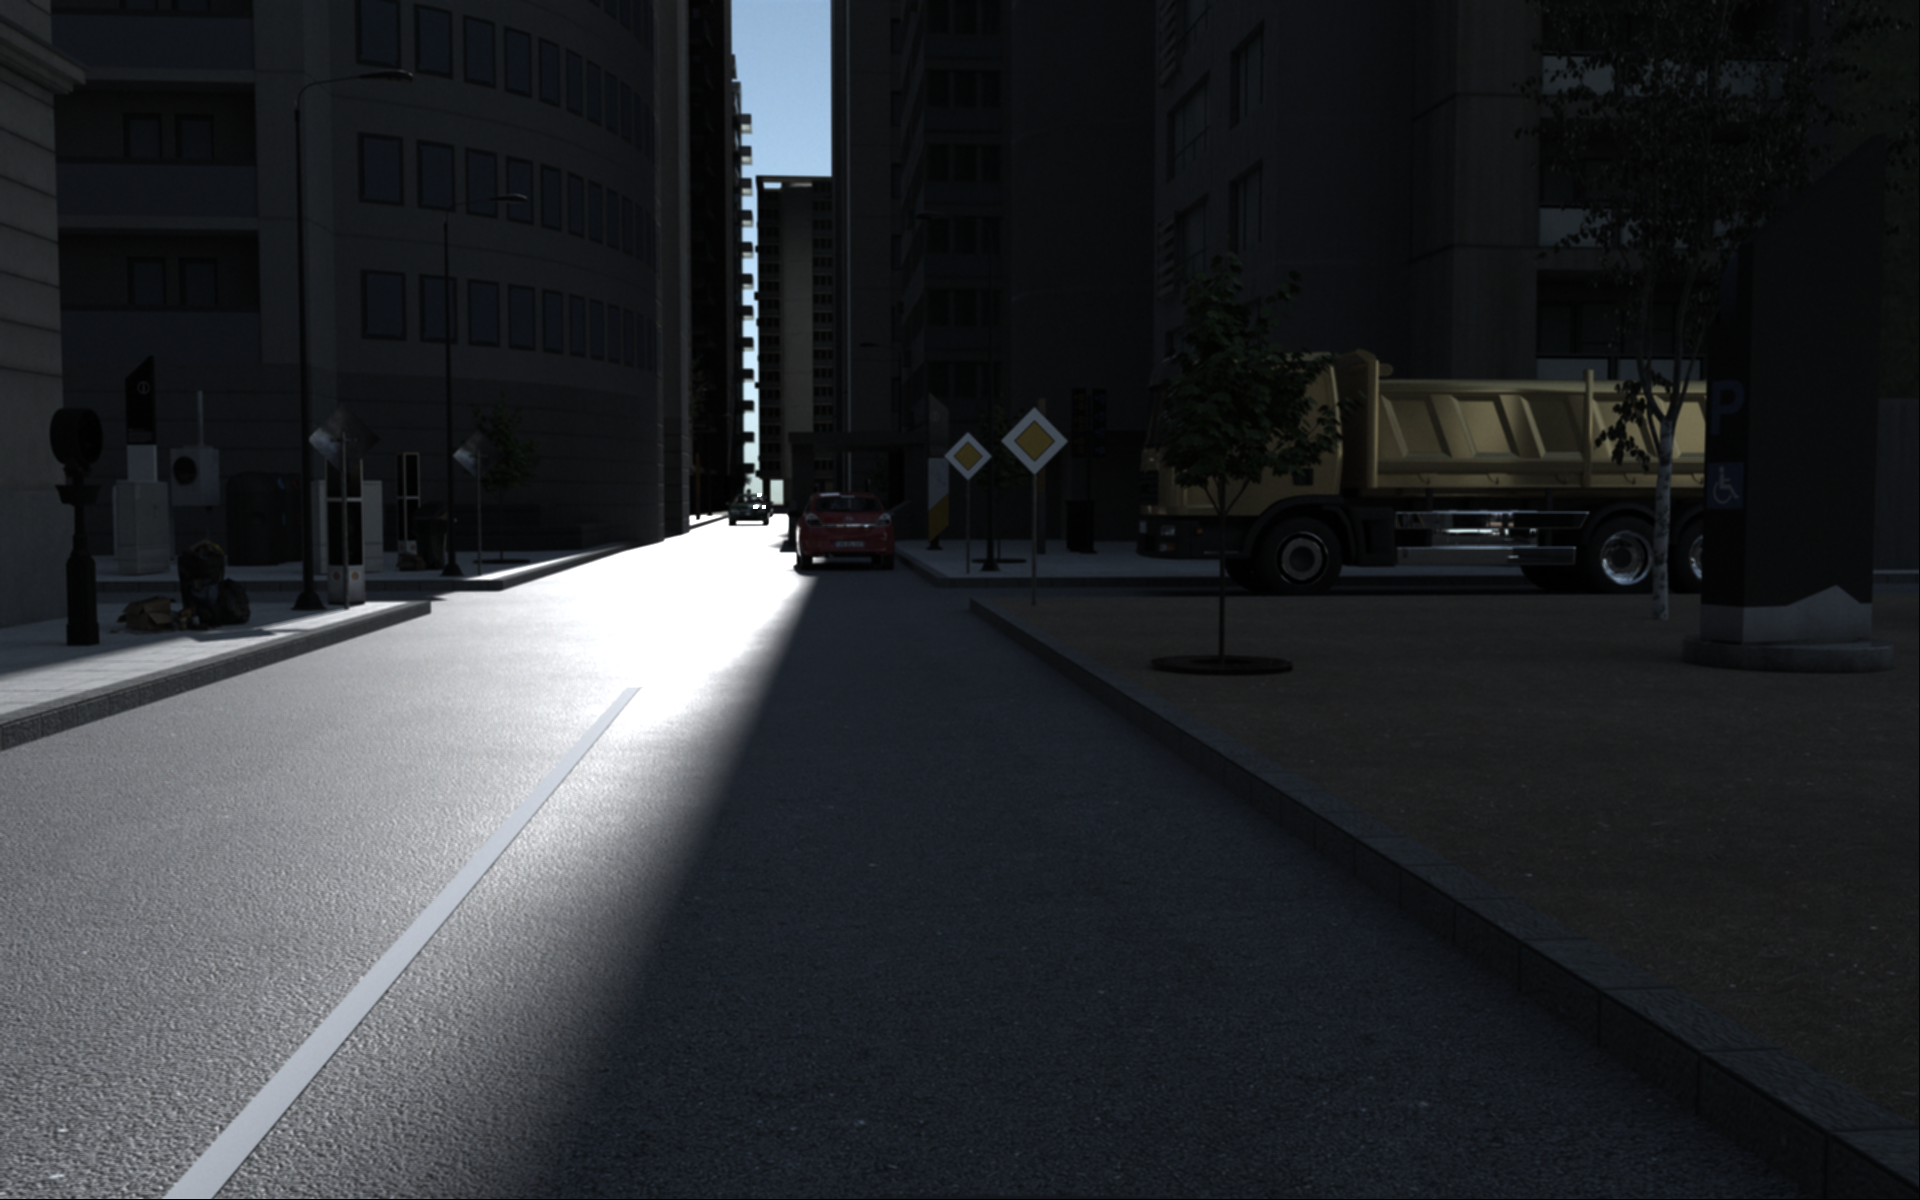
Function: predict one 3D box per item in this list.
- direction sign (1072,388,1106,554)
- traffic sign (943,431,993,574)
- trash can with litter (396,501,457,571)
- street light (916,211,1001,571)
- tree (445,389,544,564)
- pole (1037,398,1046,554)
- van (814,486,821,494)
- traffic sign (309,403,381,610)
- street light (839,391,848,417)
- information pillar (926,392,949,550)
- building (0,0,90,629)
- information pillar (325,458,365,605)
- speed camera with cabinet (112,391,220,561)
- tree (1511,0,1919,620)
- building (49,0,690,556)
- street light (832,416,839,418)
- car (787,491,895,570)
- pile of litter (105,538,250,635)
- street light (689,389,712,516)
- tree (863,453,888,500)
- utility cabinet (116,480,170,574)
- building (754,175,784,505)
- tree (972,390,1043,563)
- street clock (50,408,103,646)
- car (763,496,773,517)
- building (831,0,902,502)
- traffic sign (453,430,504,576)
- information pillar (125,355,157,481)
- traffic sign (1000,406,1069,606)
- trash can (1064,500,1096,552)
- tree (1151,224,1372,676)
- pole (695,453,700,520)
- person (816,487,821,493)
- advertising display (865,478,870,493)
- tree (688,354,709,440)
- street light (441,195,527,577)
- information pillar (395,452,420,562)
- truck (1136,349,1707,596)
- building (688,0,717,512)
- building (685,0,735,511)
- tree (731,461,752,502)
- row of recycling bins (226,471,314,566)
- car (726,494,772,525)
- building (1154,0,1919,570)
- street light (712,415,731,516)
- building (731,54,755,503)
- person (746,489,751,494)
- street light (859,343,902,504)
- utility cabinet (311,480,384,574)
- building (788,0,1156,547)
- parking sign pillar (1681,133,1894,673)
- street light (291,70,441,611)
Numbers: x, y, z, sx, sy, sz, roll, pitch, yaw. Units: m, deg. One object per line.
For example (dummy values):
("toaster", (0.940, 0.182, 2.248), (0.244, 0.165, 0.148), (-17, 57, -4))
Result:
("direction sign", (2.775, -2.771, 37.305), (0.876, 3.537, 0.379), (-2, 4, -30))
("traffic sign", (0.126, -1.479, 27.824), (0.795, 2.450, 0.064), (0, 4, -5))
("trash can with litter", (-8.997, -1.086, 29.148), (0.624, 1.170, 1.055), (1, 4, 15))
("street light", (-0.032, -3.434, 28.681), (1.470, 5.913, 1.316), (0, 4, -5))
("tree", (-8.473, -2.296, 32.138), (1.663, 3.219, 1.824), (0, 3, 0))
("pole", (1.730, -2.633, 36.886), (0.158, 3.312, 0.155), (0, 3, 0))
("van", (-11.510, -7.799, 131.892), (2.240, 2.365, 5.245), (0, 4, -7))
("traffic sign", (-6.816, -0.951, 19.197), (0.795, 2.450, 0.064), (0, 4, -5))
("street light", (-4.578, -6.448, 77.967), (1.470, 5.913, 1.316), (0, 4, -5))
("information pillar", (-0.507, -2.961, 39.770), (0.504, 3.616, 0.183), (-1, 4, -14))
("building", (-19.840, -13.639, 10.383), (23.554, 28.519, 14.401), (0, 4, -5))
("information pillar", (-7.131, -0.953, 20.074), (0.304, 2.012, 0.304), (2, 4, 27))
("speed camera with cabinet", (-15.284, -2.383, 33.296), (2.038, 3.252, 0.660), (1, 4, 16))
("tree", (7.400, -4.111, 17.584), (4.360, 8.622, 3.978), (0, 3, 0))
("building", (-19.285, -30.956, 48.123), (21.231, 58.520, 28.212), (0, 4, -5))
("street light", (-6.874, -7.955, 102.609), (1.470, 5.913, 1.316), (0, 4, -5))
("car", (-2.311, -1.537, 34.168), (2.155, 1.783, 4.494), (0, 4, -7))
("pile of litter", (-7.554, -0.166, 16.673), (1.176, 0.858, 1.719), (1, 4, 20))
("street light", (-11.875, -6.362, 76.559), (1.470, 5.913, 1.316), (0, 4, -5))
("tree", (-2.933, -4.660, 70.795), (1.663, 3.219, 1.824), (0, 3, 0))
("utility cabinet", (-13.067, -1.167, 27.752), (0.318, 1.500, 1.173), (0, 4, -1))
("building", (-11.650, -31.151, 201.196), (23.993, 40.220, 32.217), (0, 4, -5))
("tree", (0.751, -2.309, 32.360), (1.663, 3.219, 1.824), (0, 3, 0))
("street clock", (-7.456, -0.618, 14.668), (0.358, 2.002, 0.471), (0, 4, -1))
("car", (-12.574, -5.831, 107.919), (1.945, 1.354, 3.894), (0, 4, -3))
("building", (-1.661, -38.071, 164.455), (21.231, 58.520, 28.212), (0, 4, -5))
("traffic sign", (-7.539, -1.438, 27.150), (0.795, 2.450, 0.064), (0, 4, -5))
("information pillar", (-13.776, -2.315, 29.202), (0.504, 3.616, 0.183), (0, 4, 4))
("traffic sign", (0.849, -0.993, 19.871), (0.795, 2.450, 0.064), (0, 4, -5))
("trash can", (2.670, -1.641, 38.476), (0.748, 1.137, 0.748), (0, 3, 0))
("tree", (1.864, -1.096, 12.526), (1.663, 3.219, 1.824), (0, 3, 0))
("pole", (-13.005, -5.631, 85.913), (0.158, 3.312, 0.155), (0, 3, 0))
("person", (-7.863, -5.340, 95.912), (0.694, 1.812, 0.767), (1, 4, 12))
("advertising display", (-3.635, -3.855, 68.251), (0.123, 1.923, 0.974), (0, 4, 1))
("tree", (-12.737, -7.474, 72.555), (4.737, 8.622, 4.395), (0, 3, 0))
("street light", (-7.414, -3.330, 26.979), (1.470, 5.913, 1.316), (0, 4, -5))
("information pillar", (-9.781, -1.604, 30.721), (0.304, 2.012, 0.304), (-3, 5, -44))
("truck", (6.631, -1.752, 24.565), (9.791, 3.379, 3.469), (0, 4, -4))
("building", (-27.796, -28.135, 114.640), (22.147, 44.769, 28.867), (0, 4, -5))
("building", (-25.110, -29.745, 136.448), (14.600, 45.320, 14.200), (0, 4, -5))
("tree", (-19.972, -10.263, 151.507), (4.285, 4.588, 4.351), (0, 3, 0))
("row of recycling bins", (-12.884, -1.547, 32.412), (1.069, 1.692, 3.534), (0, 4, -6))
("car", (-9.832, -4.222, 80.820), (2.131, 1.459, 4.920), (0, 4, -5))
("building", (12.145, -21.473, 34.686), (14.086, 41.232, 14.154), (0, 4, -5))
("street light", (-14.087, -7.870, 101.208), (1.470, 5.913, 1.316), (0, 4, -5))
("building", (-38.538, -35.171, 194.650), (30.456, 49.044, 23.786), (0, 4, -5))
("person", (-12.535, -5.774, 103.693), (0.721, 1.735, 1.217), (-1, 4, -14))
("street light", (-2.384, -4.940, 53.317), (1.470, 5.913, 1.316), (0, 4, -5))
("utility cabinet", (-9.900, -1.176, 27.914), (0.318, 1.500, 1.173), (2, 4, 35))
("building", (10.782, -22.142, 53.911), (32.217, 40.220, 23.993), (0, 4, -5))
("parking sign pillar", (6.236, -1.499, 12.974), (1.447, 3.967, 1.447), (-1, 4, -22))
("street light", (-6.691, -2.847, 19.093), (1.470, 5.913, 1.316), (0, 4, -5))
